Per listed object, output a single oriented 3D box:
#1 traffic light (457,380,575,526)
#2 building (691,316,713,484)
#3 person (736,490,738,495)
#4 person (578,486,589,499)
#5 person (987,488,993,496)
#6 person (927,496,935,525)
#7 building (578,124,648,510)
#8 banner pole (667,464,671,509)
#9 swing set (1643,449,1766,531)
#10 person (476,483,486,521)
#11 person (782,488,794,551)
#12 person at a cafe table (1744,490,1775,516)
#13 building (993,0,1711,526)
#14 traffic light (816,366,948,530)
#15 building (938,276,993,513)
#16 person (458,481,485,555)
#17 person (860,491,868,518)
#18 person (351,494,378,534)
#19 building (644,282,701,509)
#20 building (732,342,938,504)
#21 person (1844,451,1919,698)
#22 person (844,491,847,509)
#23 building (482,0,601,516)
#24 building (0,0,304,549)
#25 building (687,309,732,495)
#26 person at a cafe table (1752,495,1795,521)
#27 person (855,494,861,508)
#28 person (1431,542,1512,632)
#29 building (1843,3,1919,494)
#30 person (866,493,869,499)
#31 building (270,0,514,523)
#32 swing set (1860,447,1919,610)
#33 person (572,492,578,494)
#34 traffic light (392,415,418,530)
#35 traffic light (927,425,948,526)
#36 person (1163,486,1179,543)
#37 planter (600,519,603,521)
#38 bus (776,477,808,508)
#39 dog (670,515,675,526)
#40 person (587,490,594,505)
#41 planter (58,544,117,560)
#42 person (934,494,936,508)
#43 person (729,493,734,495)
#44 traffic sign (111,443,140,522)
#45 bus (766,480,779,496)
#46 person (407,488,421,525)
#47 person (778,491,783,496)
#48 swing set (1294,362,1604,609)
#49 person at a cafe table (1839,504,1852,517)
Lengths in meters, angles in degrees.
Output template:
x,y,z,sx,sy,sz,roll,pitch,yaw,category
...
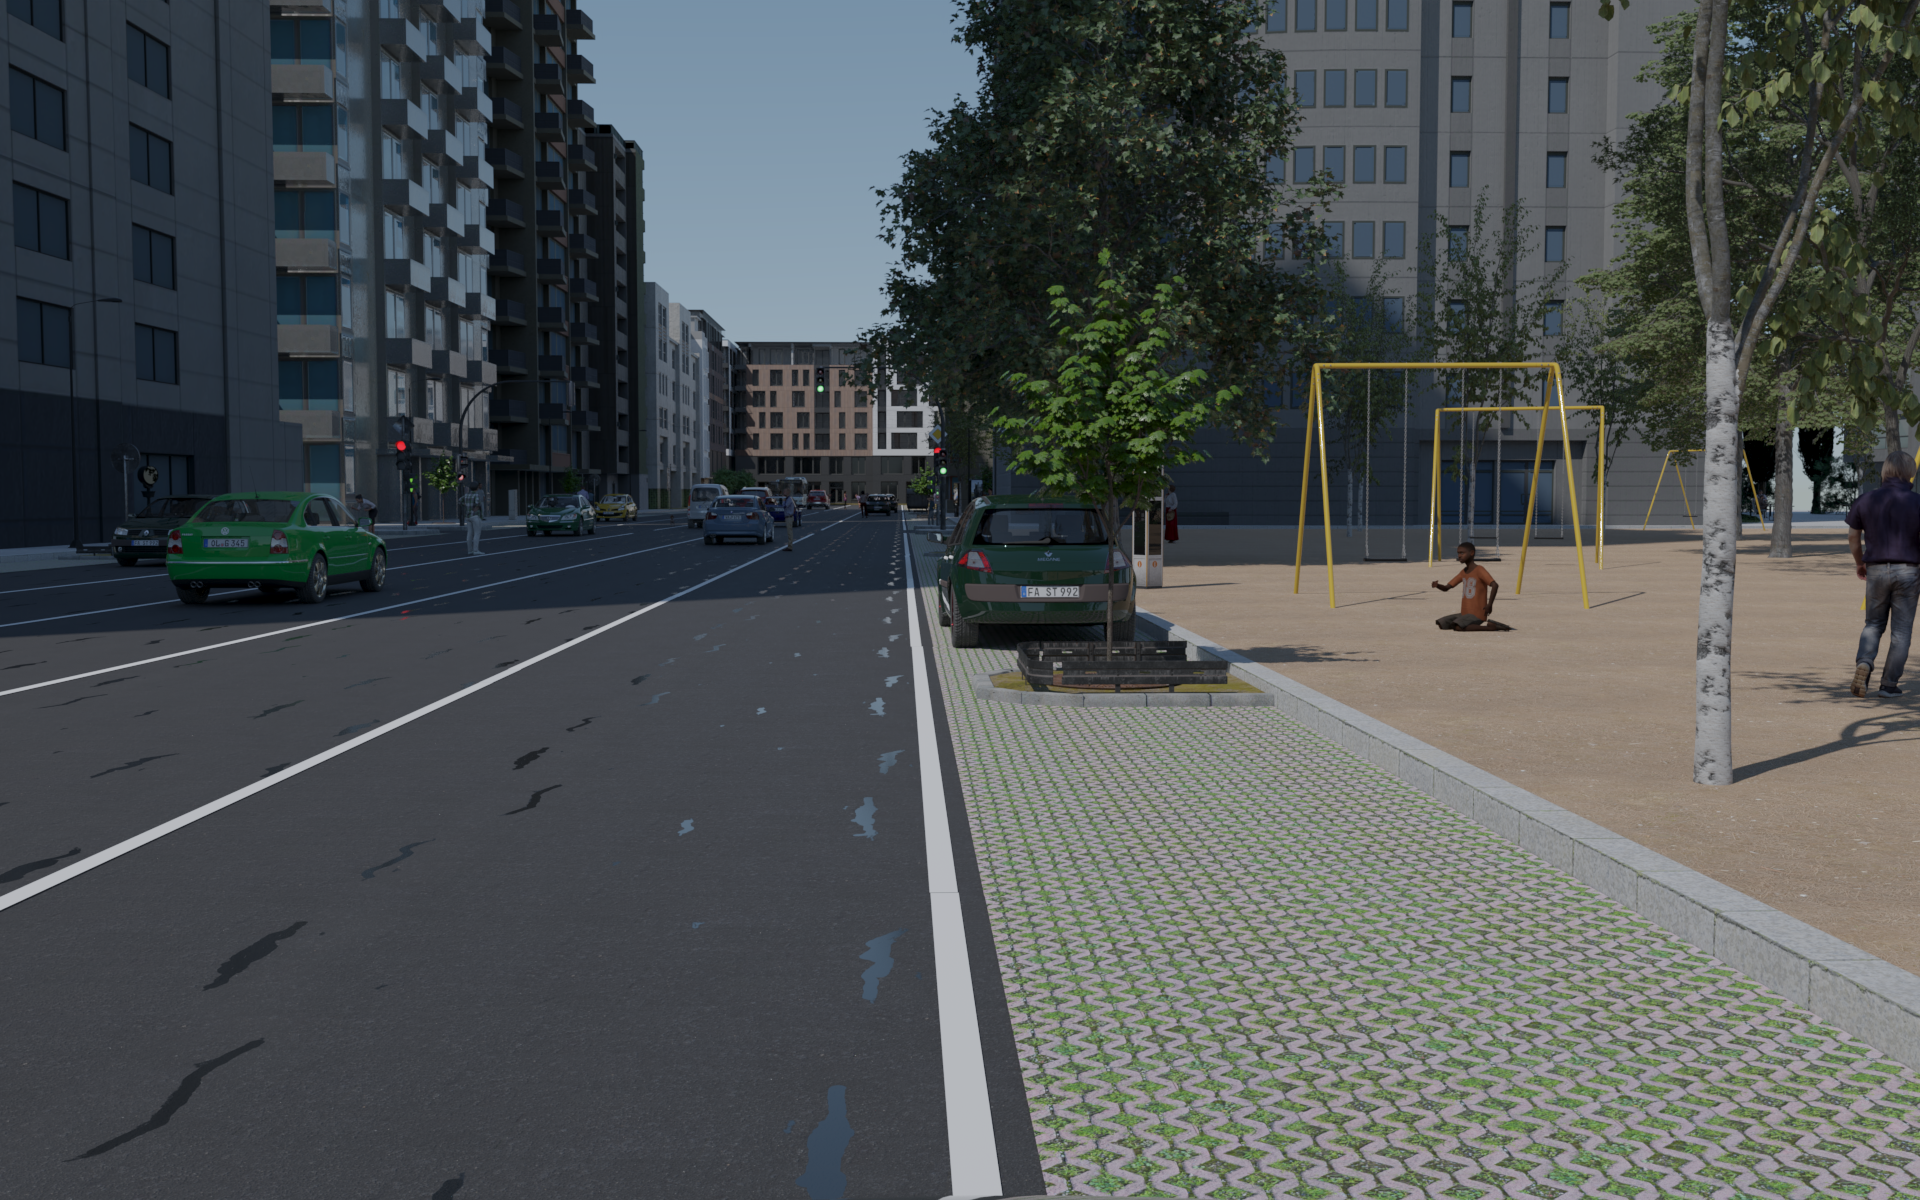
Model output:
x,y,z,sx,sy,sz,roll,pitch,yaw,category
-17.831,-5.790,69.341,4.771,5.953,1.251,0,4,-2,traffic light
-34.349,-19.879,181.446,16.016,20.091,11.380,0,4,-2,building
-27.314,-12.633,213.267,0.721,1.739,1.217,-1,4,-23,person
-18.148,-4.594,83.475,0.709,1.838,0.599,0,4,-6,person
1.222,-3.900,72.170,0.453,1.535,0.546,0,4,8,person
-1.262,-3.728,73.369,0.340,1.345,0.435,1,4,16,person
-32.549,-22.232,135.187,14.160,30.474,14.107,0,4,-2,building
-24.176,-9.422,144.060,0.401,3.779,0.863,1,4,18,banner pole
26.271,-3.867,60.850,2.862,2.851,3.119,-2,4,-31,swing set
-22.900,-4.682,82.749,0.789,1.805,0.875,2,4,26,person
-4.340,-2.018,43.559,0.319,1.574,0.516,0,4,1,person
46.226,-5.596,100.015,1.698,1.524,1.622,1,4,22,person at a cafe table
16.059,-32.844,79.001,28.212,58.520,21.231,0,4,-2,building
-2.723,-5.323,61.705,4.771,5.953,1.251,0,4,-2,traffic light
12.445,-17.507,131.280,27.650,21.520,28.899,0,4,-2,building
-11.536,-1.945,41.029,0.376,1.734,0.841,-3,5,-44,person
-5.810,-5.784,104.522,0.517,1.644,0.566,3,5,41,person
-18.282,-2.543,53.261,0.628,1.438,0.799,0,4,1,person
-34.228,-17.949,159.924,16.747,18.905,31.486,0,4,-2,building
-14.220,-24.404,242.978,32.646,21.610,27.936,0,4,-2,building
5.802,-0.164,10.940,0.471,1.553,0.569,-1,4,-11,person
-10.902,-9.584,165.876,0.721,1.739,1.217,0,4,1,person
-36.088,-28.040,113.081,22.147,44.769,28.867,0,4,-2,building
-32.784,-37.272,47.657,20.611,71.187,20.563,0,4,-2,building
-45.118,-22.091,205.163,32.646,21.610,27.936,0,4,-2,building
39.195,-4.452,83.653,1.726,1.238,1.698,1,4,15,person at a cafe table
-10.153,-9.888,173.397,0.697,1.427,0.421,1,4,16,person
4.729,-0.119,16.273,0.655,0.850,0.859,-1,4,-20,person
51.451,-24.205,79.341,14.086,41.232,14.154,0,4,-2,building
-7.545,-8.102,143.179,0.471,1.553,0.569,0,4,-4,person
-35.635,-28.357,83.239,23.786,49.044,30.456,0,4,-2,building
11.800,-1.275,18.468,2.862,2.851,3.119,-1,4,-23,swing set
-23.753,-6.132,107.111,0.742,1.727,0.445,0,4,2,person
-19.645,-4.424,61.254,0.839,4.253,0.868,0,4,-2,traffic light
-0.908,-4.953,69.898,0.839,4.253,0.868,0,4,-2,traffic light
5.518,-2.243,45.184,0.387,1.526,0.523,-1,4,-16,person
-20.477,-4.457,94.009,1.991,0.319,1.994,0,4,-2,planter
-17.745,-11.590,184.350,2.948,3.499,13.247,0,4,-3,bus
-12.772,-3.525,76.914,0.540,0.507,0.406,3,5,44,dog
-22.908,-6.044,107.079,0.499,1.552,0.429,0,4,-3,person
-18.569,-1.062,38.505,1.991,0.319,1.994,0,4,-2,planter
-2.128,-9.255,157.224,0.599,1.838,0.709,-1,4,-10,person
-27.964,-12.501,210.449,1.348,1.821,0.705,0,4,6,person
-20.743,-2.627,43.055,0.768,2.556,0.104,0,4,6,traffic sign
-21.952,-13.381,213.637,2.948,3.499,13.247,0,4,-2,bus
-22.850,-3.940,72.327,0.662,1.594,0.647,-3,5,-42,person
-15.275,-8.497,148.140,0.721,1.735,1.217,3,5,39,person
5.789,-1.414,20.742,3.119,2.851,2.862,0,4,3,swing set
48.302,-5.155,92.806,1.698,1.524,1.622,3,5,44,person at a cafe table
